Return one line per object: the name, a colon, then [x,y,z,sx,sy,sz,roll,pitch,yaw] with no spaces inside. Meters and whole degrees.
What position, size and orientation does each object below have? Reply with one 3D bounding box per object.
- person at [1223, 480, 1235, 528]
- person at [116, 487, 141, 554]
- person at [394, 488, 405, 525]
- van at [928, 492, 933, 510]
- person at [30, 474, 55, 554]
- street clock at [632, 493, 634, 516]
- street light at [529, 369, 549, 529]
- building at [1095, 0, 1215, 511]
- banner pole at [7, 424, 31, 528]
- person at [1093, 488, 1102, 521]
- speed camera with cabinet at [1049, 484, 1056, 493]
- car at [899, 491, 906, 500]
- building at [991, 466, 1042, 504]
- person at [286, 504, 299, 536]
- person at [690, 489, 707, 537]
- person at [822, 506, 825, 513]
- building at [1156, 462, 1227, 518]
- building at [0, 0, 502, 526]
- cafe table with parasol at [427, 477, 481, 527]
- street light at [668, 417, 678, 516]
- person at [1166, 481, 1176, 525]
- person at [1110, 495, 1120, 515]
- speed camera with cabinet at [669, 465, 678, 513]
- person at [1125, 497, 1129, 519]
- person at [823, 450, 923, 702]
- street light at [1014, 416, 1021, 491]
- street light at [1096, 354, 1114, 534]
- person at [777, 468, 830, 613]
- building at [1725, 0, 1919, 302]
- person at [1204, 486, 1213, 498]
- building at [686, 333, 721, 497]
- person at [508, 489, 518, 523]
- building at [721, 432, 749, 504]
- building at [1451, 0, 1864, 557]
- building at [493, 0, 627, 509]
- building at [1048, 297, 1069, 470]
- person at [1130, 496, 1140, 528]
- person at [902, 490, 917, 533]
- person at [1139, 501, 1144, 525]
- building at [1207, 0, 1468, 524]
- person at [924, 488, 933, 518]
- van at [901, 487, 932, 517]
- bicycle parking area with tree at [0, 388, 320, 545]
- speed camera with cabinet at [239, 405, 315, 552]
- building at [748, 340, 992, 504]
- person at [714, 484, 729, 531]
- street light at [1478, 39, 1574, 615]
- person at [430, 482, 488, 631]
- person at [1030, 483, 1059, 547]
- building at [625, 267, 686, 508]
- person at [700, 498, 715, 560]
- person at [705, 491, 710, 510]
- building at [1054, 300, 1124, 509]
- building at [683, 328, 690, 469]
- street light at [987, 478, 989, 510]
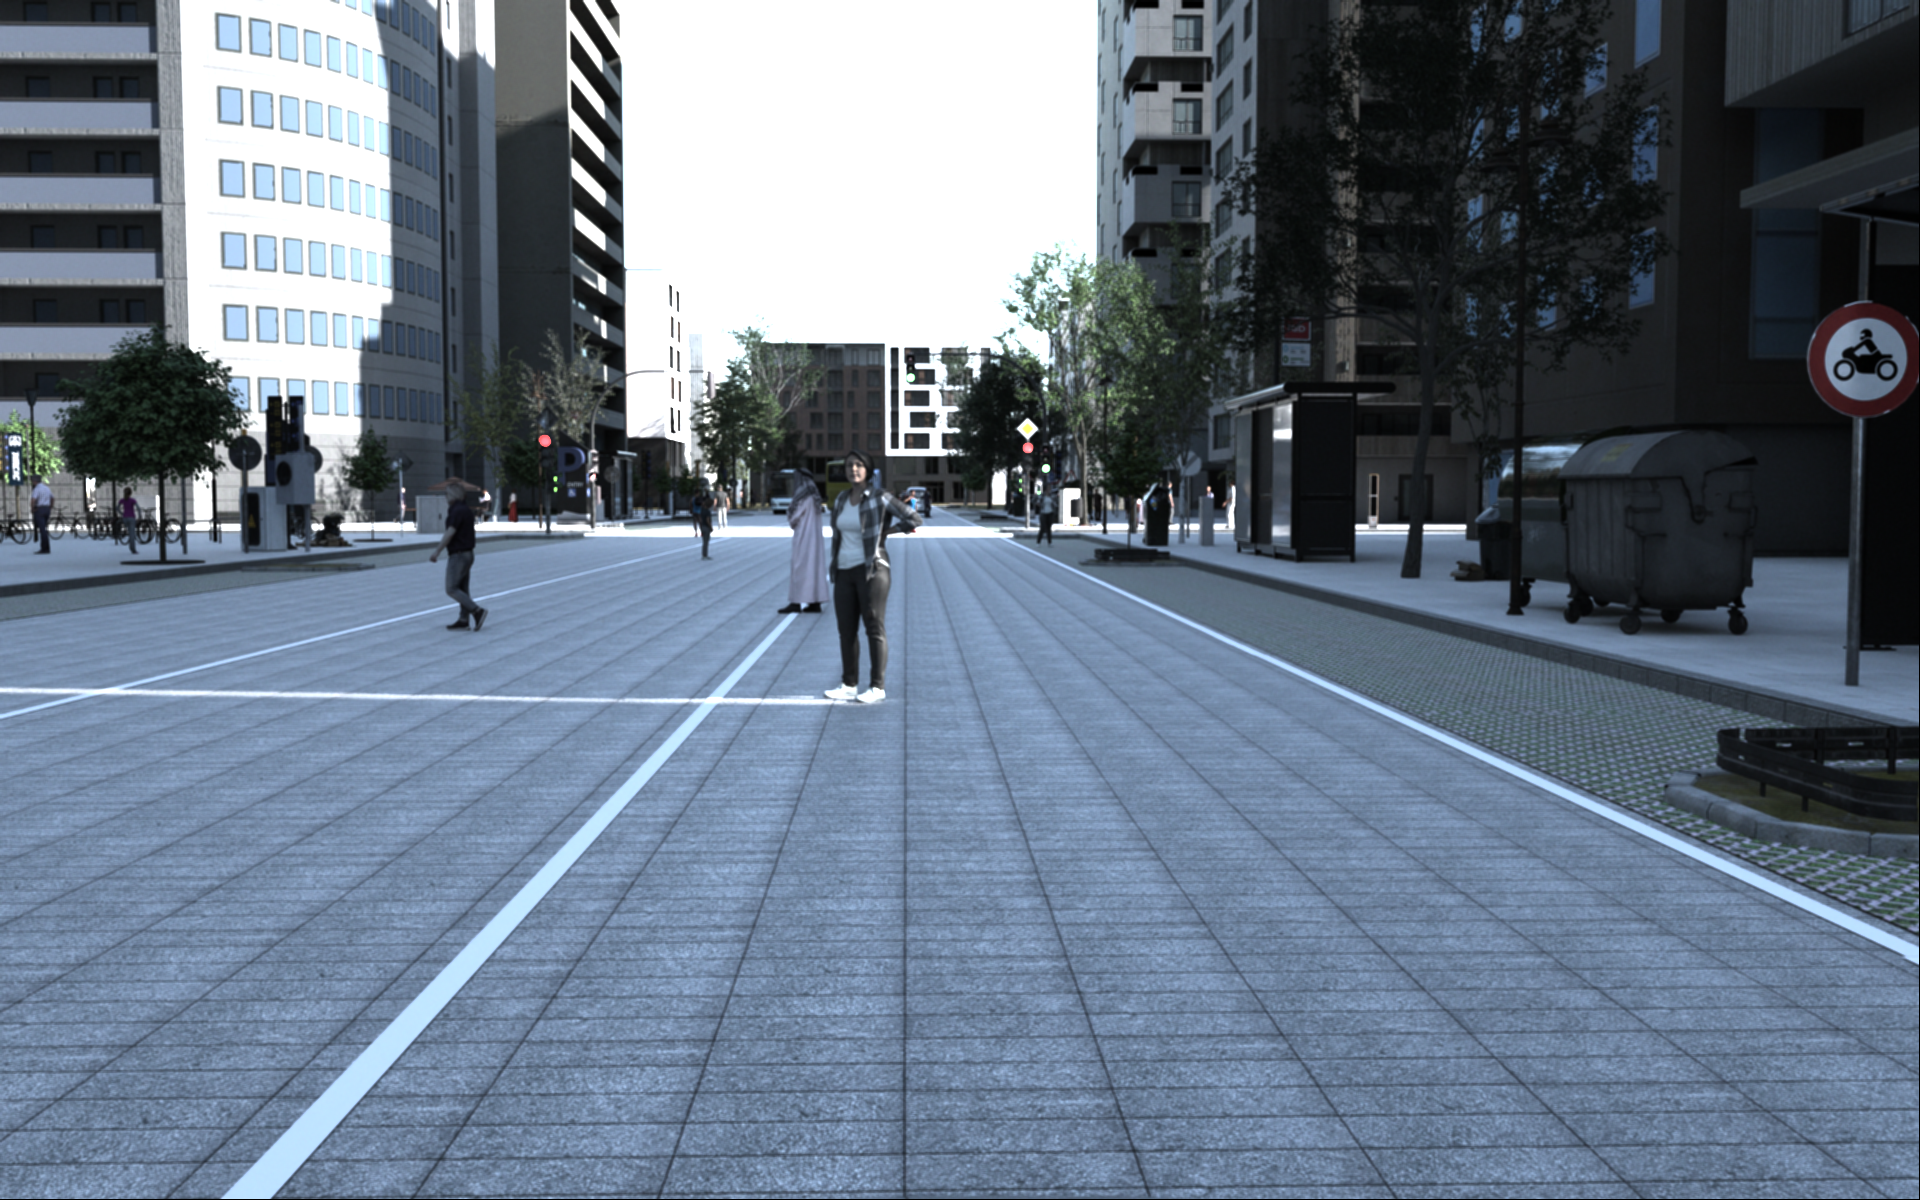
person: [10.020,-3.570,64.563,0.789,1.805,0.875,0,4,4]
person: [-17.839,-1.714,37.296,0.726,1.435,0.776,0,4,-6]
person: [-23.567,-3.954,72.901,0.471,1.553,0.569,0,4,4]
van: [-3.448,-9.205,157.516,2.013,2.044,4.112,0,4,-1]
person: [-19.773,-1.847,37.185,0.436,1.711,0.756,1,4,14]
street clock: [-19.127,-5.880,100.701,0.358,2.002,0.471,0,4,0]
street light: [-15.536,-5.578,63.996,0.468,5.910,1.993,0,4,-2]
building: [24.605,-32.792,125.385,28.713,52.752,27.495,0,4,-2]
banner pole: [-33.732,-4.417,62.233,0.863,3.779,0.401,-1,4,-21]
person: [6.503,-4.501,81.909,0.388,1.546,0.482,-3,5,-43]
speed camera with cabinet: [5.096,-6.185,95.457,0.660,3.252,2.038,-1,4,-11]
car: [-6.344,-12.311,209.964,2.281,1.827,5.304,0,4,0]
building: [18.127,-18.003,236.487,28.070,9.664,9.099,0,4,-2]
person: [-20.451,-2.629,52.938,0.340,1.345,0.435,3,5,43]
person: [-8.786,-2.942,58.472,0.647,1.594,0.662,0,4,-5]
person: [-10.452,-6.908,131.915,0.381,0.543,0.357,-1,4,-14]
building: [28.127,-24.972,100.169,32.217,40.220,23.993,0,4,-2]
building: [-36.250,-33.085,82.943,21.231,58.520,28.212,0,4,-2]
cafe table with parasol: [-19.851,-3.864,68.041,2.610,1.966,2.610,3,5,43]
street light: [-16.735,-7.853,101.186,0.468,5.910,1.993,0,4,-2]
person: [8.629,-3.991,71.430,0.434,1.807,0.598,-1,4,-13]
person: [9.631,-6.195,107.465,0.434,1.807,0.598,-3,5,-43]
speed camera with cabinet: [-19.217,-7.451,116.153,0.660,3.252,2.038,1,4,9]
person: [8.513,-4.804,87.813,0.421,1.427,0.697,1,4,16]
person: [-0.670,-0.173,12.049,0.841,1.734,0.376,3,5,45]
street light: [3.386,-7.850,101.141,0.468,5.910,1.993,0,4,-2]
street light: [4.676,-5.074,55.749,0.468,5.910,1.993,0,4,-2]
person: [-1.888,-0.720,20.946,0.621,1.740,0.551,0,4,-1]
building: [40.477,-30.369,85.775,27.495,52.752,28.713,0,4,-2]
person: [9.592,-3.595,66.880,0.319,1.574,0.516,-2,4,-28]
building: [-43.990,-20.254,197.616,31.486,18.905,16.747,0,4,-2]
person: [-19.940,-4.208,77.307,0.387,1.526,0.523,1,4,10]
building: [-42.976,-17.900,234.818,28.070,9.664,9.099,0,4,-2]
building: [20.901,-23.881,40.564,14.600,45.320,14.200,0,4,-2]
building: [-34.993,-30.133,116.384,21.300,48.544,21.600,0,4,-2]
building: [23.416,-21.271,191.747,27.936,21.610,32.646,0,4,-2]
person: [6.579,-3.544,65.453,0.517,1.644,0.566,0,4,5]
person: [-1.787,-3.261,63.683,0.662,1.594,0.647,2,4,31]
person: [7.649,-3.977,71.732,0.621,1.740,0.551,-3,5,-43]
building: [19.309,-18.733,77.980,14.107,30.474,14.160,0,4,-2]
person: [-1.869,-5.825,104.194,0.568,1.767,0.683,1,4,19]
van: [-2.744,-6.325,110.418,2.013,2.044,4.112,0,4,-1]
bicycle parking area with tree: [-22.521,-3.661,46.855,8.231,4.147,9.016,1,4,20]
speed camera with cabinet: [-15.246,-2.708,38.617,2.038,3.252,0.660,2,4,35]
building: [-12.487,-24.461,243.913,32.646,21.610,27.936,0,4,-2]
person: [-9.333,-3.611,67.669,0.598,1.807,0.434,-1,4,-16]
street light: [5.905,-2.780,18.248,0.468,5.910,1.993,0,4,-2]
person: [-5.222,-0.453,18.119,0.471,1.553,0.569,3,4,38]
person: [2.331,-2.302,46.857,0.841,1.734,0.376,-1,4,-16]
building: [-40.533,-18.984,154.355,27.936,21.610,32.646,0,4,-2]
person: [-5.541,-1.561,37.926,0.435,1.345,0.340,3,4,38]
person: [-17.694,-6.873,120.958,0.480,1.512,0.613,3,4,36]
building: [18.328,-17.932,159.653,16.747,18.905,31.486,0,4,-2]
building: [-35.691,-19.579,176.533,16.016,20.091,11.380,0,4,-2]
street light: [2.265,-10.124,138.322,0.468,5.910,1.993,0,4,-2]
